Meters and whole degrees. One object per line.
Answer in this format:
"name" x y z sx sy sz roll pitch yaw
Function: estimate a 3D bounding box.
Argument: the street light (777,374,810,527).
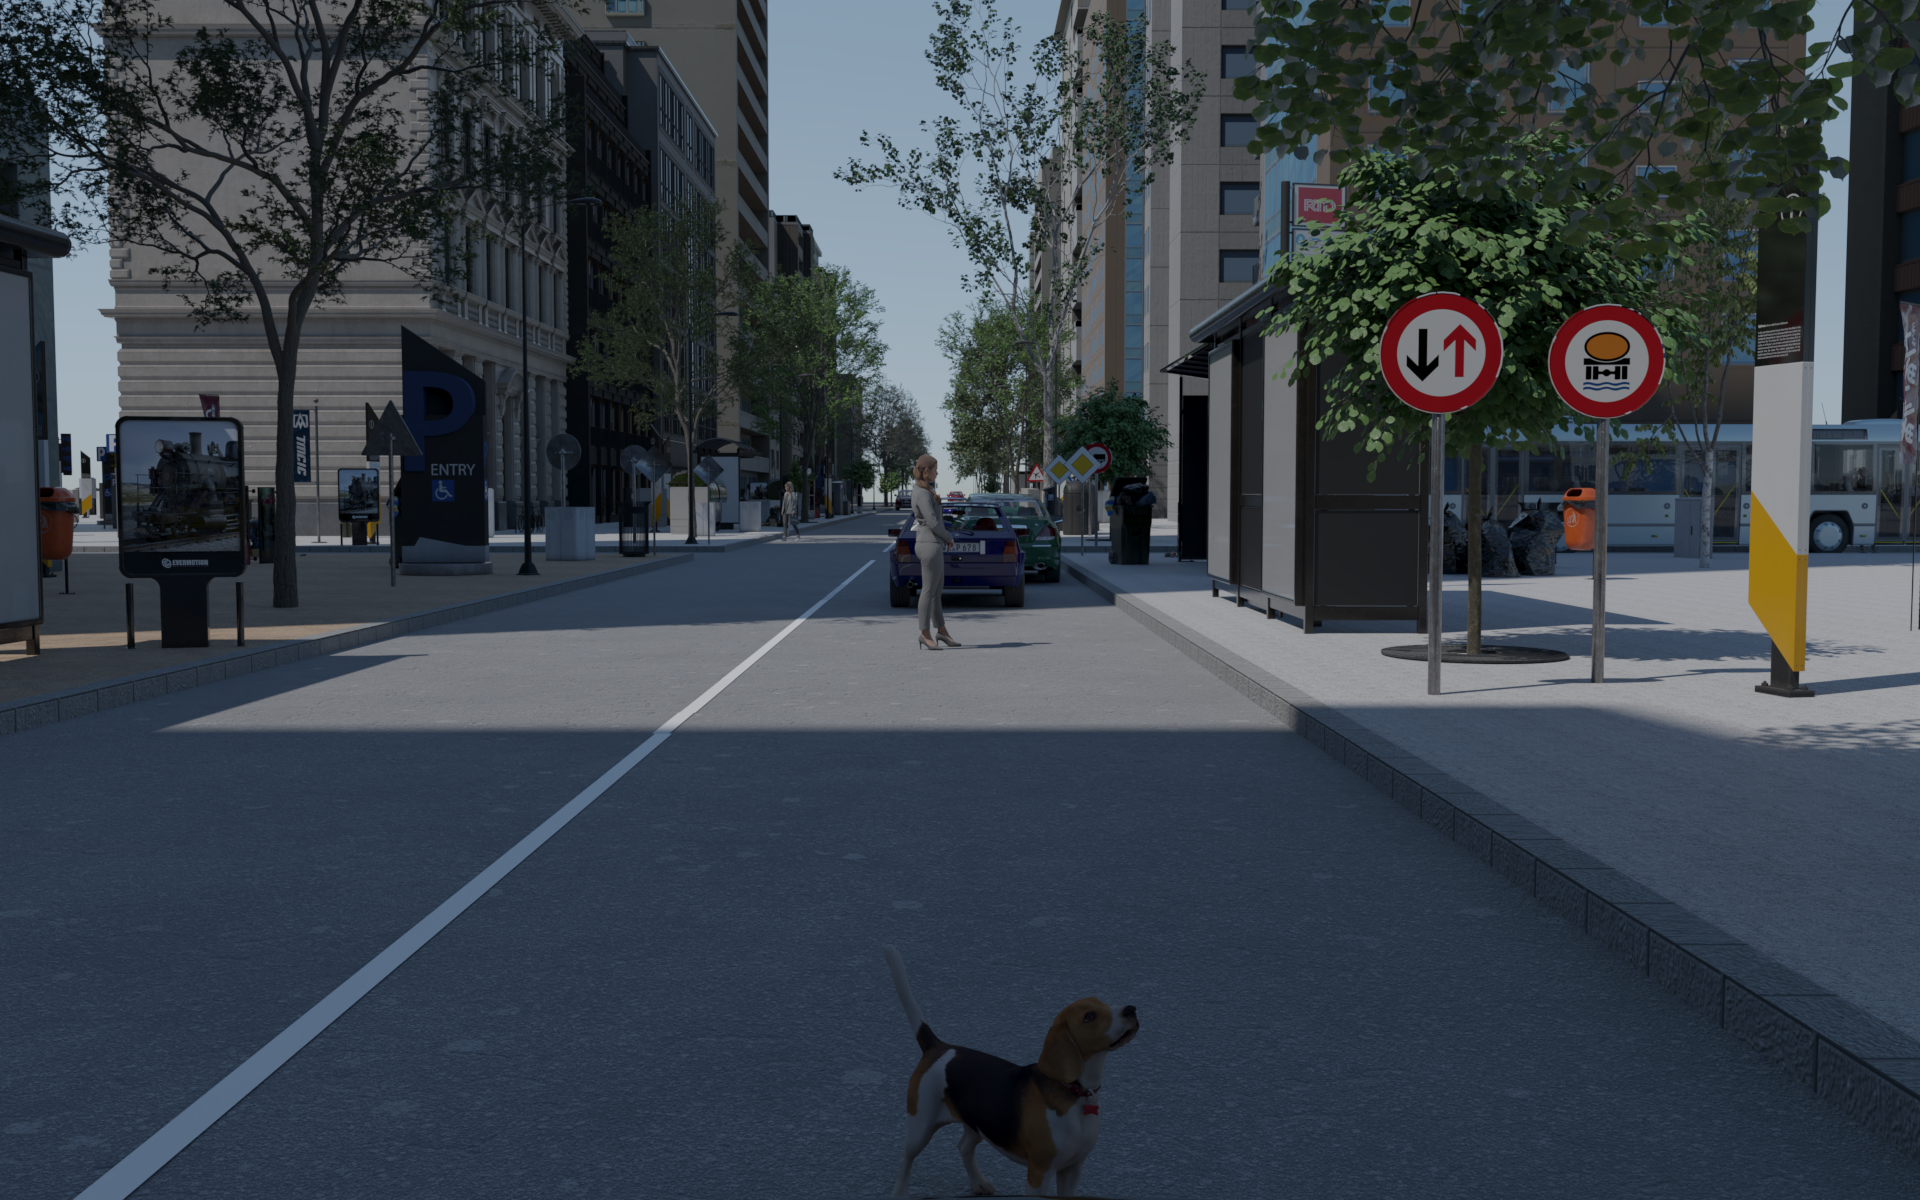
"street light" -6.373 -5.772 66.916 1.470 5.913 1.316 0 4 0

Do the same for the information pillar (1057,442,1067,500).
"information pillar" 4.510 -5.259 77.340 0.504 3.616 0.183 2 4 29

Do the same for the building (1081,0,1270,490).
"building" 18.072 -30.644 151.132 14.600 45.320 14.200 0 4 0

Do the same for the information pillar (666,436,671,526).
"information pillar" -11.861 -4.815 70.080 0.183 3.616 0.504 2 4 25

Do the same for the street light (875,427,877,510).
"street light" -6.493 -9.040 120.344 1.470 5.913 1.316 0 4 0

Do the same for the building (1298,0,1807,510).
"building" 18.168 -24.955 58.129 14.200 45.320 14.600 0 4 0

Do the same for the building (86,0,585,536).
"building" -20.838 -14.217 61.325 11.050 23.489 19.941 0 4 0

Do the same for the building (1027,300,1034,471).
"building" 16.901 -29.647 256.434 14.160 30.474 14.107 0 4 0

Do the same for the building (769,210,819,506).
"building" -22.466 -24.846 177.931 14.160 30.474 14.107 0 4 0

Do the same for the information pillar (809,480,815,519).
"information pillar" -7.529 -5.101 87.896 0.304 2.012 0.304 0 4 -6

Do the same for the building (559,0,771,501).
"building" -26.014 -30.920 129.241 21.300 48.544 21.600 0 4 0

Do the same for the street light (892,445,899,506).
"street light" -6.599 -11.718 164.133 1.470 5.913 1.316 0 4 0

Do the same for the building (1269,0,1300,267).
"building" 17.789 -29.777 136.958 14.600 45.320 14.200 0 4 0

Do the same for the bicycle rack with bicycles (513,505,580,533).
"bicycle rack with bicycles" -13.690 -2.684 57.264 2.852 0.926 2.925 1 4 10

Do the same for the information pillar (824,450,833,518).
"information pillar" -6.966 -6.128 91.549 0.183 3.616 0.504 2 4 35

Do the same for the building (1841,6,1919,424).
"building" 47.689 -24.929 62.216 28.867 44.769 22.147 0 4 0

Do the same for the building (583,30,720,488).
"building" -22.470 -18.716 99.514 14.314 27.812 24.014 0 4 0

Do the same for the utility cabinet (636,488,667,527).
"utility cabinet" -11.921 -3.563 66.939 1.173 1.500 0.318 -3 4 -38

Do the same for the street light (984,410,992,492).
"street light" 2.148 -7.556 96.087 1.470 5.913 1.316 0 4 0

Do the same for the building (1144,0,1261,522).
"building" 20.322 -33.553 90.590 21.231 58.520 28.212 0 4 0

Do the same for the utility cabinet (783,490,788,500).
"utility cabinet" -7.925 -4.306 79.079 0.318 1.500 1.173 -1 4 -21

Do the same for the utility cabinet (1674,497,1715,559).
"utility cabinet" 14.769 -1.451 34.887 0.306 1.237 1.020 0 4 -6

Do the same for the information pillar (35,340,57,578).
"information pillar" -14.187 -2.153 26.555 0.504 3.616 0.183 1 4 15

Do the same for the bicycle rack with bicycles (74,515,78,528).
"bicycle rack with bicycles" -32.968 -2.896 60.736 2.925 0.926 2.852 0 4 3

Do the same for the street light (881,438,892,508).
"street light" -6.532 -10.384 142.321 1.470 5.913 1.316 0 4 0

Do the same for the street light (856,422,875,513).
"street light" -6.414 -8.496 111.451 1.470 5.913 1.316 0 4 0

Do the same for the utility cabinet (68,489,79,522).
"utility cabinet" -40.111 -4.228 77.809 1.173 1.500 0.318 2 4 27

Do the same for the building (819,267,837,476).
"building" -22.943 -27.264 217.470 14.160 30.474 14.107 0 4 0

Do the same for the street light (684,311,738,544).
"street light" -6.334 -4.380 44.153 1.470 5.913 1.316 0 4 0

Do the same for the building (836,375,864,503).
"building" -29.282 -25.575 263.185 27.650 21.520 28.899 0 4 0

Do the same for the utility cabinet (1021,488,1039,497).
"utility cabinet" 2.717 -3.554 66.782 0.318 1.500 1.173 2 4 23

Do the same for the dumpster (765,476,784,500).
"dumpster" -9.035 -5.203 87.570 1.502 2.255 1.985 0 4 0

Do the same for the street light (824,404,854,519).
"street light" -6.280 -7.139 89.262 1.470 5.913 1.316 0 4 0

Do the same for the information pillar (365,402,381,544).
"information pillar" -15.037 -3.243 44.370 0.183 3.616 0.504 1 4 14

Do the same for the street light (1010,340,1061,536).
"street light" 2.355 -4.887 52.446 1.470 5.913 1.316 0 4 0

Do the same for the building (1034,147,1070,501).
"building" 21.307 -37.561 237.826 21.300 48.544 21.600 0 4 0

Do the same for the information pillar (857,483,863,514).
"information pillar" -6.583 -6.685 113.785 0.304 2.012 0.304 1 4 11

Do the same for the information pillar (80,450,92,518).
"information pillar" -46.600 -6.177 92.345 0.504 3.616 0.183 -1 4 -19

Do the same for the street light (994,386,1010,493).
"street light" 2.292 -6.222 74.275 1.470 5.913 1.316 0 4 0

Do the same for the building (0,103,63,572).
"building" -30.398 -42.955 14.993 31.000 86.520 22.319 0 4 0

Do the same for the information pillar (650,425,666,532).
"information pillar" -10.238 -4.095 58.300 0.504 3.616 0.183 3 5 43

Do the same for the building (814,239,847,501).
"building" -31.972 -33.289 236.158 32.217 40.220 23.993 0 4 0

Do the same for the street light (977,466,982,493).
"street light" 2.116 -9.577 129.127 1.470 5.913 1.316 0 4 0

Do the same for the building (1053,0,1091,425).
"building" 24.288 -35.693 172.823 28.713 52.752 27.495 0 4 0

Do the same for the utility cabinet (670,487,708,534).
"utility cabinet" -8.632 -2.846 55.216 1.173 1.500 0.318 -1 4 -12

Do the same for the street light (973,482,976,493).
"street light" 1.870 -13.595 194.818 1.470 5.913 1.316 0 4 0

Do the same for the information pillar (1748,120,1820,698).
"information pillar" 5.255 -1.204 11.046 0.183 3.616 0.504 -1 4 -11

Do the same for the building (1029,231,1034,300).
"building" 17.627 -35.902 270.591 14.154 41.232 14.086 0 4 0

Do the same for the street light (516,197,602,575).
"street light" -6.305 -3.348 27.278 1.470 5.913 1.316 0 4 0

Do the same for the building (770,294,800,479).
"building" -29.565 -19.049 156.483 27.650 21.520 28.899 0 4 0

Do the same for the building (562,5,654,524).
"building" -21.675 -15.296 79.765 12.332 23.373 15.834 0 4 0

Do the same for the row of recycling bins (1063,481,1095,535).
"row of recycling bins" 3.852 -2.961 55.528 1.069 1.692 3.534 0 4 7
